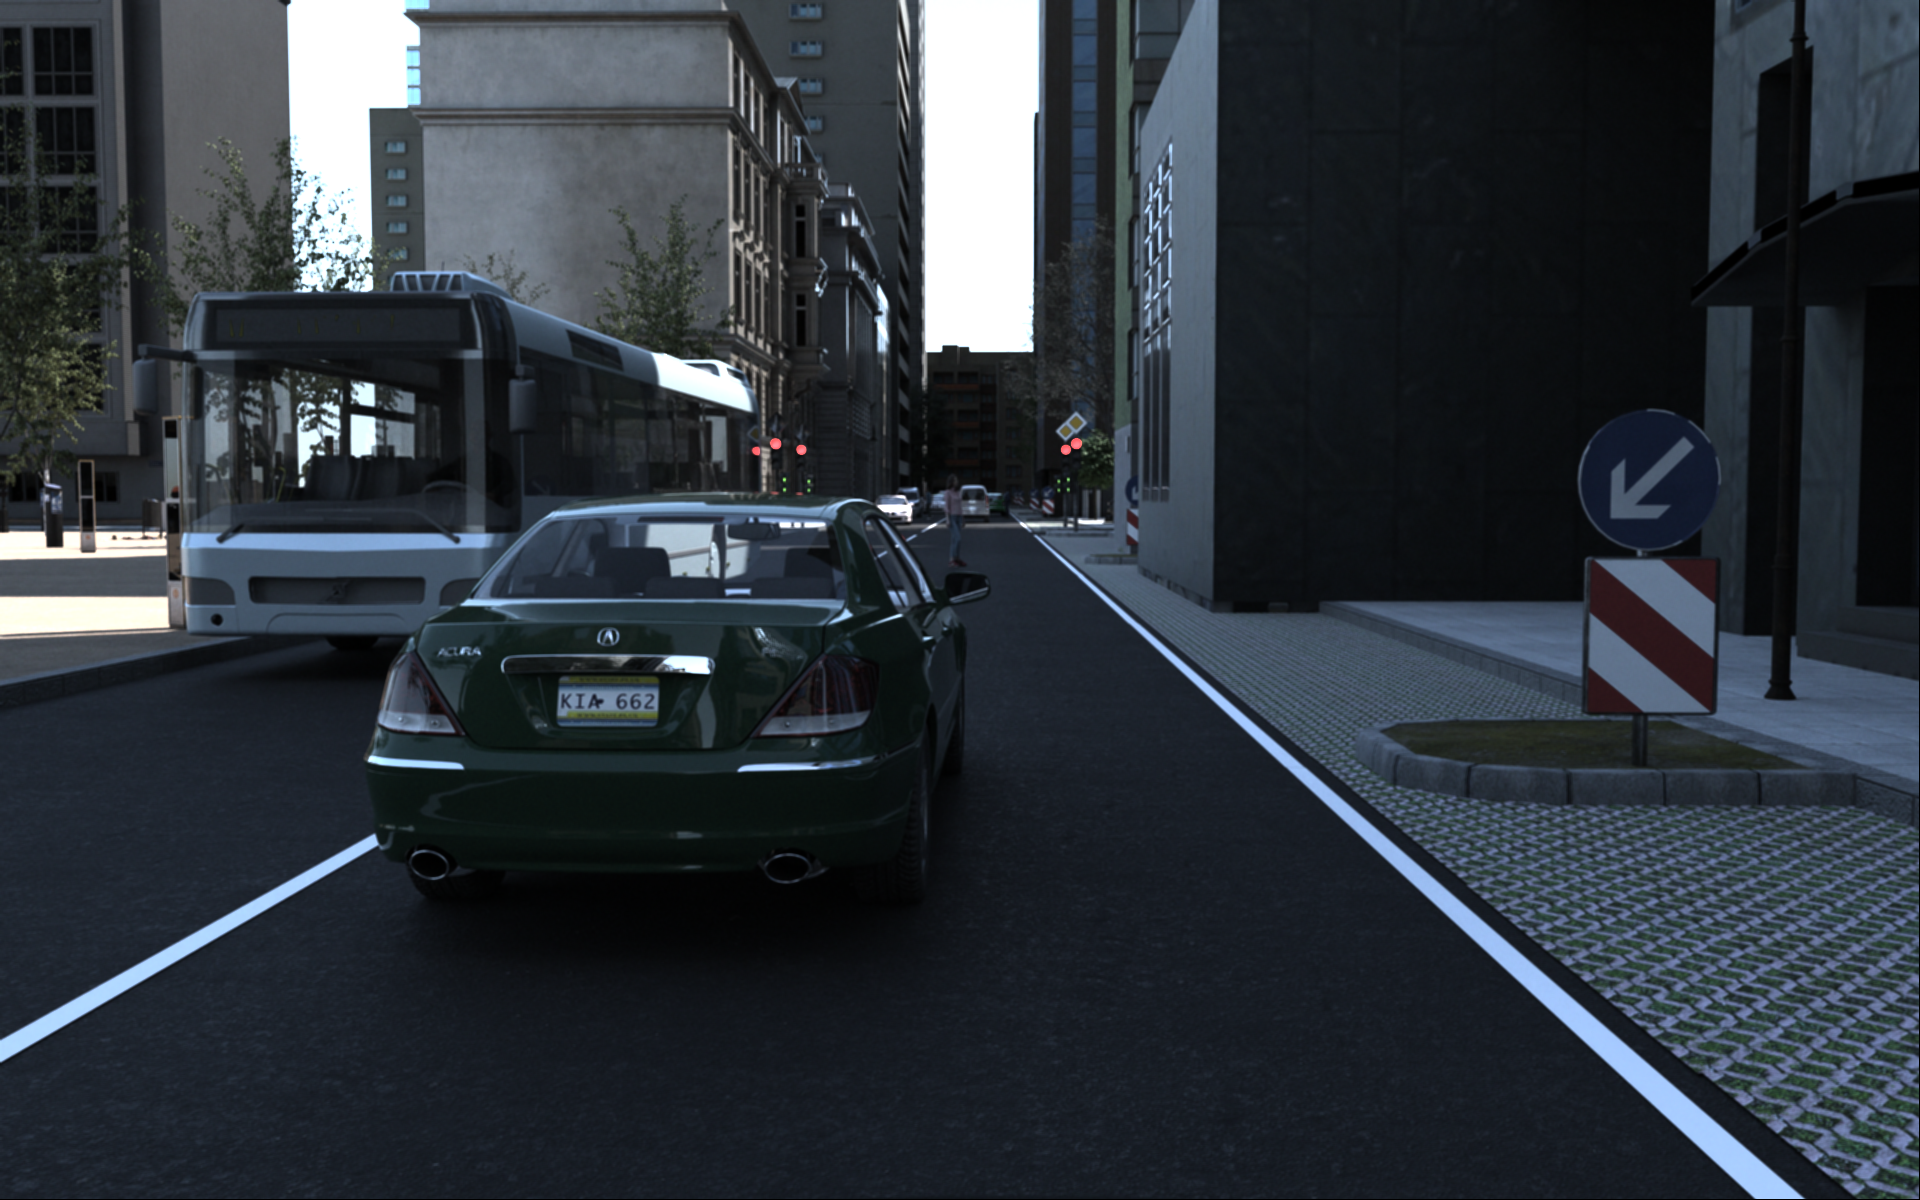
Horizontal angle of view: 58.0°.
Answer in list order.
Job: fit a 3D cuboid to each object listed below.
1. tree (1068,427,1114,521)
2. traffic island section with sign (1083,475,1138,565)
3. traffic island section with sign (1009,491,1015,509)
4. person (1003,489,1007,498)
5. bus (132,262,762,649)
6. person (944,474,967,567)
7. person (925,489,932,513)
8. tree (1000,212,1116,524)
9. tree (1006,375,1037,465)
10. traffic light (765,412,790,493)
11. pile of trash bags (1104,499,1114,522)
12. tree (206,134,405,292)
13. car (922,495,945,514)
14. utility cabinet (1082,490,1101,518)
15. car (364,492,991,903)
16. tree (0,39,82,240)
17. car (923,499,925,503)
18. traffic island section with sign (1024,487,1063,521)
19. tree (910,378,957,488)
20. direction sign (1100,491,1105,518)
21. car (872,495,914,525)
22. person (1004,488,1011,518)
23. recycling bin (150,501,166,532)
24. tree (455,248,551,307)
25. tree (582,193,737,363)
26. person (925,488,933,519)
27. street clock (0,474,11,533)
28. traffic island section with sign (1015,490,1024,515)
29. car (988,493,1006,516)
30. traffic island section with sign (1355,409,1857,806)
[{"bbox_3d":[6.711,-6.165,84.515,4.285,4.588,4.351,0,3,0],"label":"tree"},{"bbox_3d":[3.572,-1.662,35.808,1.989,1.847,2.006,0,4,1],"label":"traffic island section with sign"},{"bbox_3d":[5.796,-9.795,168.769,1.989,1.847,2.006,0,4,1],"label":"traffic island section with sign"},{"bbox_3d":[3.568,-7.650,133.839,0.793,1.790,0.793,3,4,38],"label":"person"},{"bbox_3d":[-4.460,-1.461,18.748,2.948,3.499,13.247,0,4,2],"label":"bus"},{"bbox_3d":[-0.113,-1.569,34.169,0.388,1.821,0.555,2,4,27],"label":"person"},{"bbox_3d":[-2.374,-7.578,132.499,0.679,1.850,0.850,1,4,23],"label":"person"},{"bbox_3d":[6.792,-10.078,75.152,12.009,13.543,11.850,0,3,0],"label":"tree"},{"bbox_3d":[7.775,-13.602,148.153,9.928,11.665,9.643,0,3,0],"label":"tree"},{"bbox_3d":[-6.200,-4.277,58.851,0.839,4.253,0.868,0,4,1],"label":"traffic light"},{"bbox_3d":[8.290,-4.284,79.804,3.447,1.369,1.912,2,4,24],"label":"pile of trash bags"},{"bbox_3d":[-14.032,-5.162,34.763,4.737,8.622,4.395,0,3,0],"label":"tree"},{"bbox_3d":[-1.786,-7.066,127.888,2.083,1.381,4.827,0,4,0],"label":"car"},{"bbox_3d":[7.033,-5.140,92.722,0.318,1.500,1.173,3,5,43],"label":"utility cabinet"},{"bbox_3d":[-0.950,0.261,7.527,2.131,1.459,4.920,0,4,3],"label":"car"},{"bbox_3d":[-15.453,-4.715,27.455,4.737,8.622,4.395,0,3,0],"label":"tree"},{"bbox_3d":[-2.530,-9.094,161.269,1.945,1.354,3.894,0,4,2],"label":"car"},{"bbox_3d":[4.513,-5.062,91.391,1.989,1.847,2.006,0,4,1],"label":"traffic island section with sign"},{"bbox_3d":[-4.916,-17.460,192.131,9.857,13.997,8.962,0,3,0],"label":"tree"},{"bbox_3d":[7.712,-6.251,94.208,0.876,3.537,0.379,-1,4,-20],"label":"direction sign"},{"bbox_3d":[-3.204,-4.225,81.443,2.083,1.381,4.827,0,4,0],"label":"car"},{"bbox_3d":[2.792,-5.723,102.254,0.419,1.800,0.721,0,4,-6],"label":"person"},{"bbox_3d":[-27.086,-2.833,58.866,0.722,1.027,0.722,-3,4,-38],"label":"recycling bin"},{"bbox_3d":[-14.117,-6.180,51.410,4.360,8.622,3.978,0,3,0],"label":"tree"},{"bbox_3d":[-7.552,-5.671,43.080,4.737,8.622,4.395,0,3,0],"label":"tree"},{"bbox_3d":[-1.741,-5.452,97.978,0.444,1.785,0.601,0,4,-1],"label":"person"},{"bbox_3d":[-31.586,-3.219,57.194,0.471,2.002,0.358,1,4,15],"label":"street clock"},{"bbox_3d":[4.948,-6.710,118.343,1.989,1.847,2.006,0,4,1],"label":"traffic island section with sign"},{"bbox_3d":[2.100,-6.374,113.007,1.959,1.807,4.718,0,4,-1],"label":"car"},{"bbox_3d":[3.120,-0.014,8.857,1.989,1.847,2.006,0,4,1],"label":"traffic island section with sign"}]
